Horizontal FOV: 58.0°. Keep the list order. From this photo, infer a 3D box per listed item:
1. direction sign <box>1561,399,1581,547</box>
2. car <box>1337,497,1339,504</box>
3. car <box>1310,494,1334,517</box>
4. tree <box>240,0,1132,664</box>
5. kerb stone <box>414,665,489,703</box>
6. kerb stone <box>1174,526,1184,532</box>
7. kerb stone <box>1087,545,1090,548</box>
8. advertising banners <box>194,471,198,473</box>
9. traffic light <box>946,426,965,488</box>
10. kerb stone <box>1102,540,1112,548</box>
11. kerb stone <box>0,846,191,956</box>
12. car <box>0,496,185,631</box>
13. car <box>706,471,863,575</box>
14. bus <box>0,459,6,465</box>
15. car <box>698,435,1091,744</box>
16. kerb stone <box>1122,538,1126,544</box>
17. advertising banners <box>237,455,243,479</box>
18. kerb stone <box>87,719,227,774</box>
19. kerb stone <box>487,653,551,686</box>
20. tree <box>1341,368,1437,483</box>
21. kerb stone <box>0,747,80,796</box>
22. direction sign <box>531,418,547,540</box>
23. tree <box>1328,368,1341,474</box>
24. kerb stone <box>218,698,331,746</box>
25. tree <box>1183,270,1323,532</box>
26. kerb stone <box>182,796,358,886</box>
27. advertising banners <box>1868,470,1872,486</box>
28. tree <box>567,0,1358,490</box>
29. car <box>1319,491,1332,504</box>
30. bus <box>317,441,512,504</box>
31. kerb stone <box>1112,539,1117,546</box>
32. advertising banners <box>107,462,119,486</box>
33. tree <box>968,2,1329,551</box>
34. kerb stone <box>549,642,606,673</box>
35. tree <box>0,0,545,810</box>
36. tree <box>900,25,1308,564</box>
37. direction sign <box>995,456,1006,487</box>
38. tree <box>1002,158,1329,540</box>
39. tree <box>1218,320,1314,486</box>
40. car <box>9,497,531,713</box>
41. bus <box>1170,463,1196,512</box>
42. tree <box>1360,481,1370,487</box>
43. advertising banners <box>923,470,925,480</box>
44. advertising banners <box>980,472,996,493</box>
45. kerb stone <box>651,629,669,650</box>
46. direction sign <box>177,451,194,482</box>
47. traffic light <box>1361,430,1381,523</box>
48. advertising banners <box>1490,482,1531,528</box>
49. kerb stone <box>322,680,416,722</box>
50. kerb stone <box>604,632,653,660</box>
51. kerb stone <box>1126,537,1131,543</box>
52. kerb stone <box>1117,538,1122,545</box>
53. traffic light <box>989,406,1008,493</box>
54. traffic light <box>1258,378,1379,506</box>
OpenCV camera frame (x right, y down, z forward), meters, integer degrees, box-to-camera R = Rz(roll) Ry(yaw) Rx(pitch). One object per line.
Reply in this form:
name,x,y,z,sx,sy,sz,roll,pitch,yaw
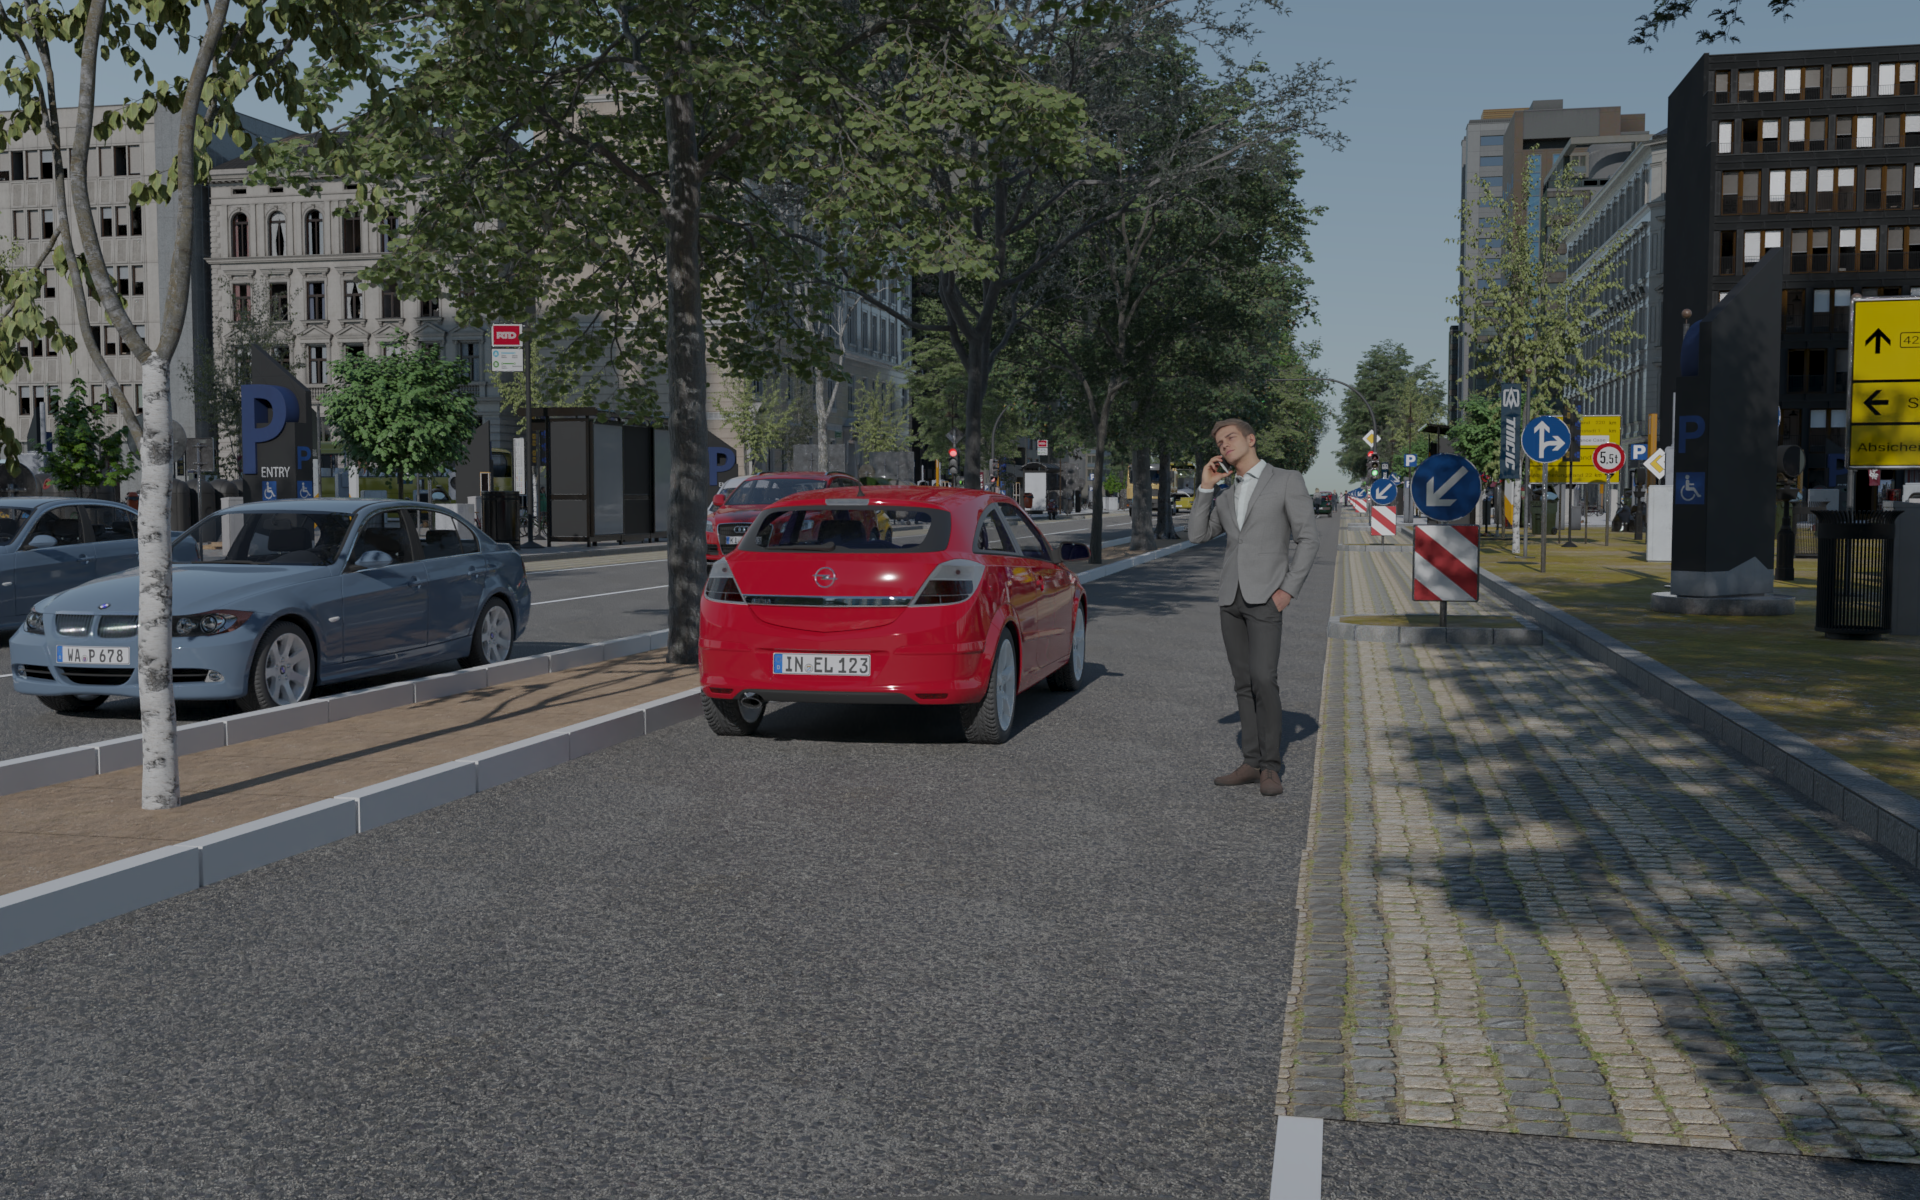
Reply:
direction sign,14.730,-3.043,41.757,0.876,3.537,0.379,-3,5,-44
car,56.338,-15.294,261.852,2.131,1.459,4.920,1,4,14
car,22.256,-5.988,107.693,2.009,1.686,4.222,1,4,11
tree,-2.268,-5.707,13.894,7.486,12.596,7.792,0,3,0
kerb stone,-3.656,0.607,12.286,0.120,0.150,1.000,1,4,12
kerb stone,8.536,-2.761,67.331,0.120,0.150,1.000,1,4,12
kerb stone,3.443,-1.352,44.308,0.120,0.150,1.000,1,4,12
advertising banners,-35.512,-5.078,79.208,0.090,3.025,2.074,2,4,33
traffic light,-0.204,-5.035,71.249,0.839,4.253,0.868,1,4,12
kerb stone,3.882,-1.475,46.317,0.120,0.150,1.000,1,4,12
kerb stone,-2.935,1.001,5.824,0.120,0.150,1.000,1,4,12
car,-9.514,-0.322,17.273,2.014,1.417,4.499,1,4,12
car,-2.743,-1.210,28.451,2.281,1.827,5.304,1,4,11
bus,-52.481,-5.601,86.433,13.247,3.499,2.948,1,4,11
car,-0.269,-0.152,11.534,2.155,1.783,4.494,1,4,13
kerb stone,4.545,-1.659,49.315,0.120,0.150,1.000,1,4,12
advertising banners,-31.228,-4.953,77.175,2.074,3.025,0.090,0,4,8
kerb stone,-4.317,0.789,9.290,0.120,0.150,1.000,1,4,12
kerb stone,-3.438,0.545,13.285,0.120,0.150,1.000,1,4,12
tree,38.449,-14.486,153.855,9.611,12.733,9.660,0,3,0
kerb stone,-4.544,0.850,8.293,0.120,0.150,1.000,1,4,12
direction sign,-11.733,-3.439,48.233,0.379,3.537,0.876,1,4,22
tree,15.043,-10.536,91.735,9.611,12.733,9.660,0,3,0
kerb stone,-4.093,0.728,10.288,0.120,0.150,1.000,1,4,12
tree,8.872,-8.333,64.462,9.928,11.665,9.643,0,3,0
kerb stone,-2.714,0.944,6.823,0.120,0.150,1.000,1,4,12
advertising banners,29.483,-3.573,54.612,0.090,3.025,2.074,-2,4,-25
tree,0.191,-6.807,24.125,12.009,13.543,11.850,0,3,0
car,45.297,-12.600,214.678,2.281,1.827,5.304,1,4,12
bus,-27.151,-5.482,81.177,12.252,3.916,2.896,1,4,13
kerb stone,4.103,-1.536,47.315,0.120,0.150,1.000,1,4,12
advertising banners,-26.690,-3.499,53.404,0.090,3.025,2.074,1,4,22
tree,4.626,-8.209,43.322,9.857,13.997,8.962,0,3,0
kerb stone,-3.205,0.484,14.281,0.120,0.150,1.000,1,4,12
tree,-3.624,-3.366,7.861,4.737,8.622,4.395,0,3,0
tree,2.661,-5.983,34.696,8.767,10.594,7.601,1,4,12
direction sign,2.325,-6.778,102.819,0.876,3.537,0.379,1,4,14
tree,6.447,-8.243,54.243,9.611,12.733,9.660,0,3,0
tree,12.912,-9.911,82.636,7.486,12.596,7.792,0,3,0
car,-4.800,-0.044,12.722,2.014,1.417,4.499,1,4,13
bus,17.125,-8.636,132.748,2.896,3.916,12.252,1,4,11
tree,55.728,-15.169,231.726,4.285,4.588,4.351,0,3,0
advertising banners,-2.977,-7.888,125.149,0.090,3.025,2.074,1,4,23
advertising banners,2.314,-8.628,137.251,2.074,3.025,0.090,-2,4,-28
kerb stone,-2.768,0.362,16.281,0.120,0.150,1.000,1,4,12
direction sign,-33.164,-5.029,74.214,0.876,3.537,0.379,1,4,17
traffic light,17.892,-5.292,75.451,0.839,4.253,0.868,1,4,12
advertising banners,20.724,-4.230,65.344,2.074,3.025,0.090,-2,4,-24
kerb stone,-3.881,0.667,11.288,0.120,0.150,1.000,1,4,12
kerb stone,-2.986,0.423,15.279,0.120,0.150,1.000,1,4,12
kerb stone,4.777,-1.719,50.319,0.120,0.150,1.000,1,4,12
kerb stone,4.326,-1.596,48.313,0.120,0.150,1.000,1,4,12
traffic light,3.584,-6.358,78.628,4.771,5.953,1.251,1,4,12
traffic light,14.104,-5.706,67.965,4.771,5.953,1.251,1,4,12
